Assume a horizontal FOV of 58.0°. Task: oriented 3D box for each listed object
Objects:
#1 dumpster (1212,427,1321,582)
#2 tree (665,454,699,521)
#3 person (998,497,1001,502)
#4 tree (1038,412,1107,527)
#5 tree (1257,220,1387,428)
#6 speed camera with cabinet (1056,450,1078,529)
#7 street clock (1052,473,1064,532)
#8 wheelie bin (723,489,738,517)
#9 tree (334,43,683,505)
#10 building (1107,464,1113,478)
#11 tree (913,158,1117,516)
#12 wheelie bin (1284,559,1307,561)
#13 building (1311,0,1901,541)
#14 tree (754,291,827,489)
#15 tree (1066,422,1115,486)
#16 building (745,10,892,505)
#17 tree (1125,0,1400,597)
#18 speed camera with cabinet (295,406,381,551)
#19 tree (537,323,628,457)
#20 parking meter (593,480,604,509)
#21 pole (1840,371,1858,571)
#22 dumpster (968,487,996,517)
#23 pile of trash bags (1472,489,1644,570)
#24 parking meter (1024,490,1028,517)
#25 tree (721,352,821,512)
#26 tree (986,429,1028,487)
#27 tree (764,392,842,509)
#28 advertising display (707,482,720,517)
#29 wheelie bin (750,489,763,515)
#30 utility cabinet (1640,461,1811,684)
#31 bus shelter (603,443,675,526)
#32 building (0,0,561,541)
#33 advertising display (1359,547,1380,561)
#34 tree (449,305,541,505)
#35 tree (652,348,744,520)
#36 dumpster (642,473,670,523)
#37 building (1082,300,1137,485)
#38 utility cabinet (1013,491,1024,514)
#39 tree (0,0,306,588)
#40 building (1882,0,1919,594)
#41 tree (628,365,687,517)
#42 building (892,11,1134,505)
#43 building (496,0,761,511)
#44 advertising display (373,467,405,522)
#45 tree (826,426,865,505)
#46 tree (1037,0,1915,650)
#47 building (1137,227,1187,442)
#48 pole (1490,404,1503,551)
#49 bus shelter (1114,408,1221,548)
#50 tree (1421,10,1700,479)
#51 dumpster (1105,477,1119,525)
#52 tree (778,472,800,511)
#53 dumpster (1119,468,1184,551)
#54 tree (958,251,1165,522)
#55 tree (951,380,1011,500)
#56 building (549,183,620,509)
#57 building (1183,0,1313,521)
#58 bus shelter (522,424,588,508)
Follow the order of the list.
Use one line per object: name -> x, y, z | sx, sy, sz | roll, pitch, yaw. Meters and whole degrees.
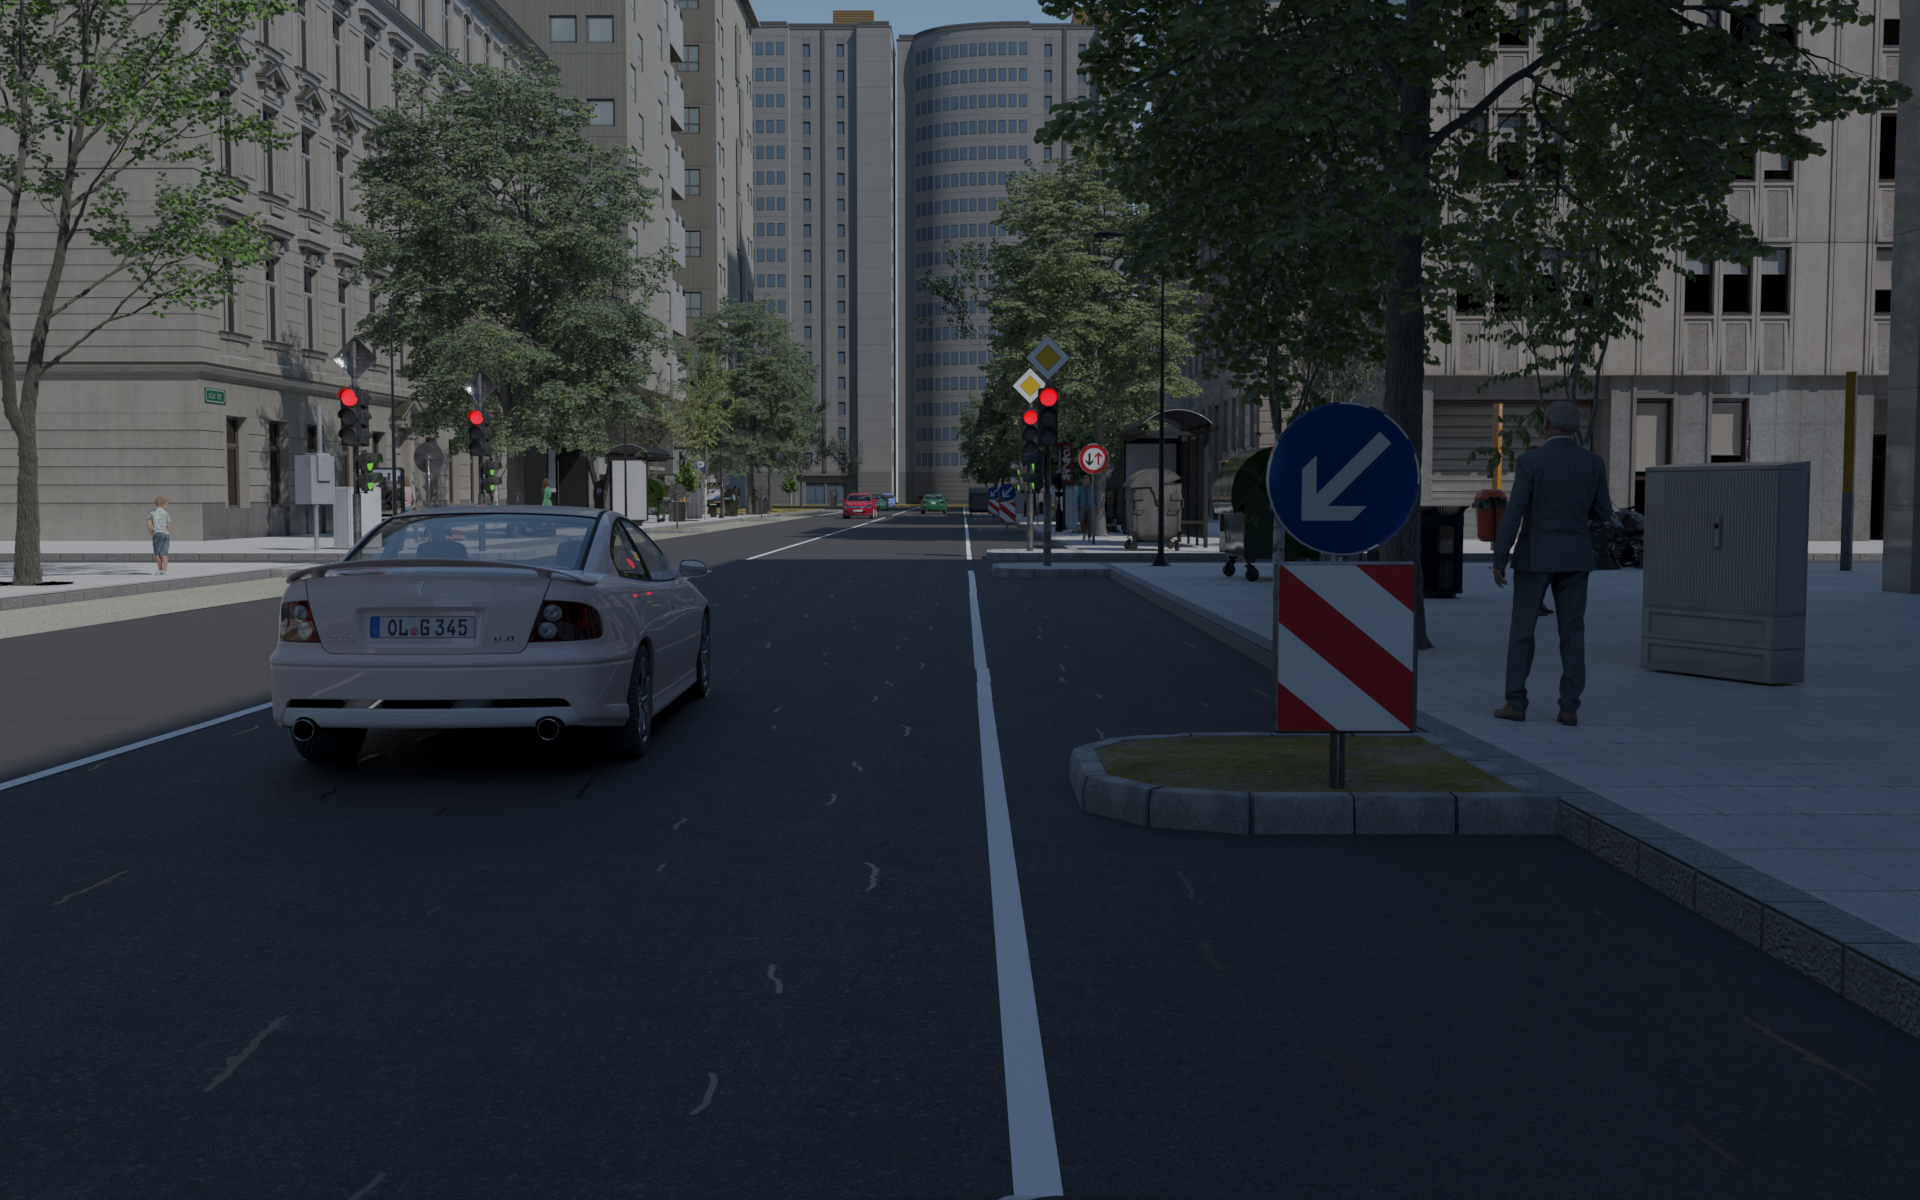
dumpster -> 4.681, -1.441, 26.051 | 1.502, 2.255, 1.985 | 0, 3, 0
tree -> -12.826, -5.343, 81.951 | 1.663, 3.219, 1.824 | 0, 3, 0
person -> 3.706, -9.257, 158.219 | 0.721, 1.723, 1.217 | 0, 4, 7
tree -> 4.306, -5.200, 68.726 | 4.285, 4.588, 4.351 | 0, 3, 0
tree -> 8.816, -5.526, 40.720 | 4.360, 8.622, 3.978 | 0, 3, 0
speed camera with cabinet -> 4.020, -4.314, 64.869 | 0.660, 3.252, 2.038 | 0, 4, -3
street clock -> 3.357, -3.306, 58.623 | 0.471, 2.002, 0.358 | -3, 4, -36
wheelie bin -> -13.042, -5.555, 98.724 | 0.980, 1.594, 0.693 | 3, 5, 41
tree -> -12.724, -8.748, 49.687 | 9.857, 13.997, 8.962 | 0, 3, 0
building -> 23.615, -50.302, 135.107 | 22.319, 86.520, 31.000 | 0, 3, 0
tree -> 3.390, -14.978, 100.775 | 12.611, 20.169, 13.585 | 0, 3, 0
wheelie bin -> 5.805, -1.347, 29.927 | 0.693, 1.594, 0.980 | 2, 4, 24
building -> 21.754, -14.308, 51.950 | 19.932, 24.808, 12.078 | 0, 3, 0
tree -> -13.197, -12.313, 107.973 | 9.857, 13.997, 8.962 | 0, 3, 0
tree -> 8.752, -9.908, 112.363 | 4.360, 8.622, 3.978 | 0, 3, 0
building -> -22.120, -41.175, 215.205 | 28.212, 58.520, 21.231 | 0, 3, 0
tree -> 4.184, -4.331, 21.180 | 4.737, 8.622, 4.395 | 0, 3, 0
speed camera with cabinet -> -14.313, -2.786, 39.888 | 0.660, 3.252, 2.038 | 2, 4, 28
tree -> -16.607, -7.504, 73.061 | 4.360, 8.622, 3.978 | 0, 3, 0
parking meter -> -14.669, -3.949, 70.277 | 0.399, 1.863, 0.255 | -1, 4, -22
pole -> 14.836, -2.144, 28.904 | 0.158, 3.312, 0.155 | 0, 3, 0
dumpster -> 1.419, -6.256, 110.494 | 1.865, 1.857, 1.264 | 0, 4, 1
pile of trash bags -> 10.629, -1.242, 30.056 | 3.447, 1.369, 1.912 | 0, 4, 1
parking meter -> 3.739, -5.382, 96.409 | 0.372, 1.533, 0.369 | 0, 3, 0
tree -> -13.646, -12.175, 124.813 | 9.928, 11.665, 9.643 | 0, 3, 0
tree -> 5.050, -12.461, 154.103 | 4.737, 8.622, 4.395 | 0, 3, 0
tree -> -13.840, -13.073, 148.149 | 8.767, 10.594, 7.601 | 3, 4, 38
advertising display -> -13.583, -5.510, 95.299 | 0.974, 1.923, 0.123 | 0, 4, 2
wheelie bin -> -12.531, -6.060, 106.991 | 0.980, 1.594, 0.693 | 0, 4, 5
utility cabinet -> 5.293, -0.206, 12.054 | 0.318, 1.500, 1.173 | -1, 4, -23
bus shelter -> -13.272, -4.764, 71.819 | 2.014, 3.302, 5.546 | 0, 3, 0
building -> -28.493, -17.817, 67.724 | 17.030, 29.872, 44.131 | 0, 3, 0
advertising display -> 7.551, -1.604, 31.442 | 0.123, 1.923, 0.974 | -2, 4, -23
tree -> -17.541, -7.029, 65.293 | 4.737, 8.622, 4.395 | 0, 3, 0
tree -> -12.970, -8.322, 86.424 | 4.737, 8.622, 4.395 | 0, 3, 0
dumpster -> -13.919, -4.613, 77.918 | 1.502, 2.255, 1.985 | 0, 4, 0
building -> 26.509, -19.741, 167.801 | 27.650, 21.520, 28.899 | 0, 3, 0
utility cabinet -> 3.971, -6.292, 111.547 | 1.173, 1.500, 0.318 | 2, 4, 26
tree -> -13.022, -6.000, 23.858 | 9.928, 11.665, 9.643 | 0, 3, 0
building -> 21.764, -12.269, 5.117 | 19.350, 26.468, 34.151 | 0, 3, 0
tree -> -17.487, -8.995, 97.426 | 4.360, 8.622, 3.978 | 0, 3, 0
building -> 6.404, -41.171, 215.151 | 28.212, 58.520, 21.231 | 0, 3, 0
building -> -34.497, -35.342, 167.078 | 27.495, 52.752, 28.713 | 0, 3, 0
advertising display -> -13.836, -2.236, 41.775 | 0.974, 1.923, 0.123 | 1, 4, 16
tree -> -12.378, -14.488, 187.237 | 4.360, 8.622, 3.978 | 0, 3, 0
tree -> 3.771, -5.841, 13.630 | 7.486, 12.596, 7.792 | 0, 3, 0
building -> 16.779, -15.319, 105.219 | 10.420, 20.320, 16.860 | 0, 3, 0
pole -> 12.137, -2.772, 39.170 | 0.158, 3.312, 0.155 | 0, 3, 0
bus shelter -> 5.138, -3.040, 43.634 | 2.014, 3.302, 5.546 | 0, 3, 0
tree -> 9.355, -4.641, 26.241 | 4.737, 8.622, 4.395 | 0, 3, 0
dumpster -> 5.202, -3.287, 59.497 | 1.264, 1.857, 1.865 | 0, 3, 0
tree -> -13.046, -8.370, 131.442 | 1.663, 3.219, 1.824 | 0, 3, 0
dumpster -> 4.410, -2.066, 39.530 | 1.264, 1.857, 1.865 | 0, 3, 0
tree -> 4.706, -9.953, 79.747 | 9.611, 12.733, 9.660 | 0, 3, 0
tree -> 3.813, -17.163, 187.275 | 9.857, 13.997, 8.962 | 0, 3, 0
building -> -28.276, -14.152, 98.845 | 16.820, 18.784, 16.811 | 0, 3, 0
building -> 18.163, -17.541, 84.060 | 12.463, 27.353, 25.104 | 0, 3, 0
bus shelter -> -14.216, -4.251, 60.782 | 1.731, 3.624, 6.357 | 0, 4, 0
